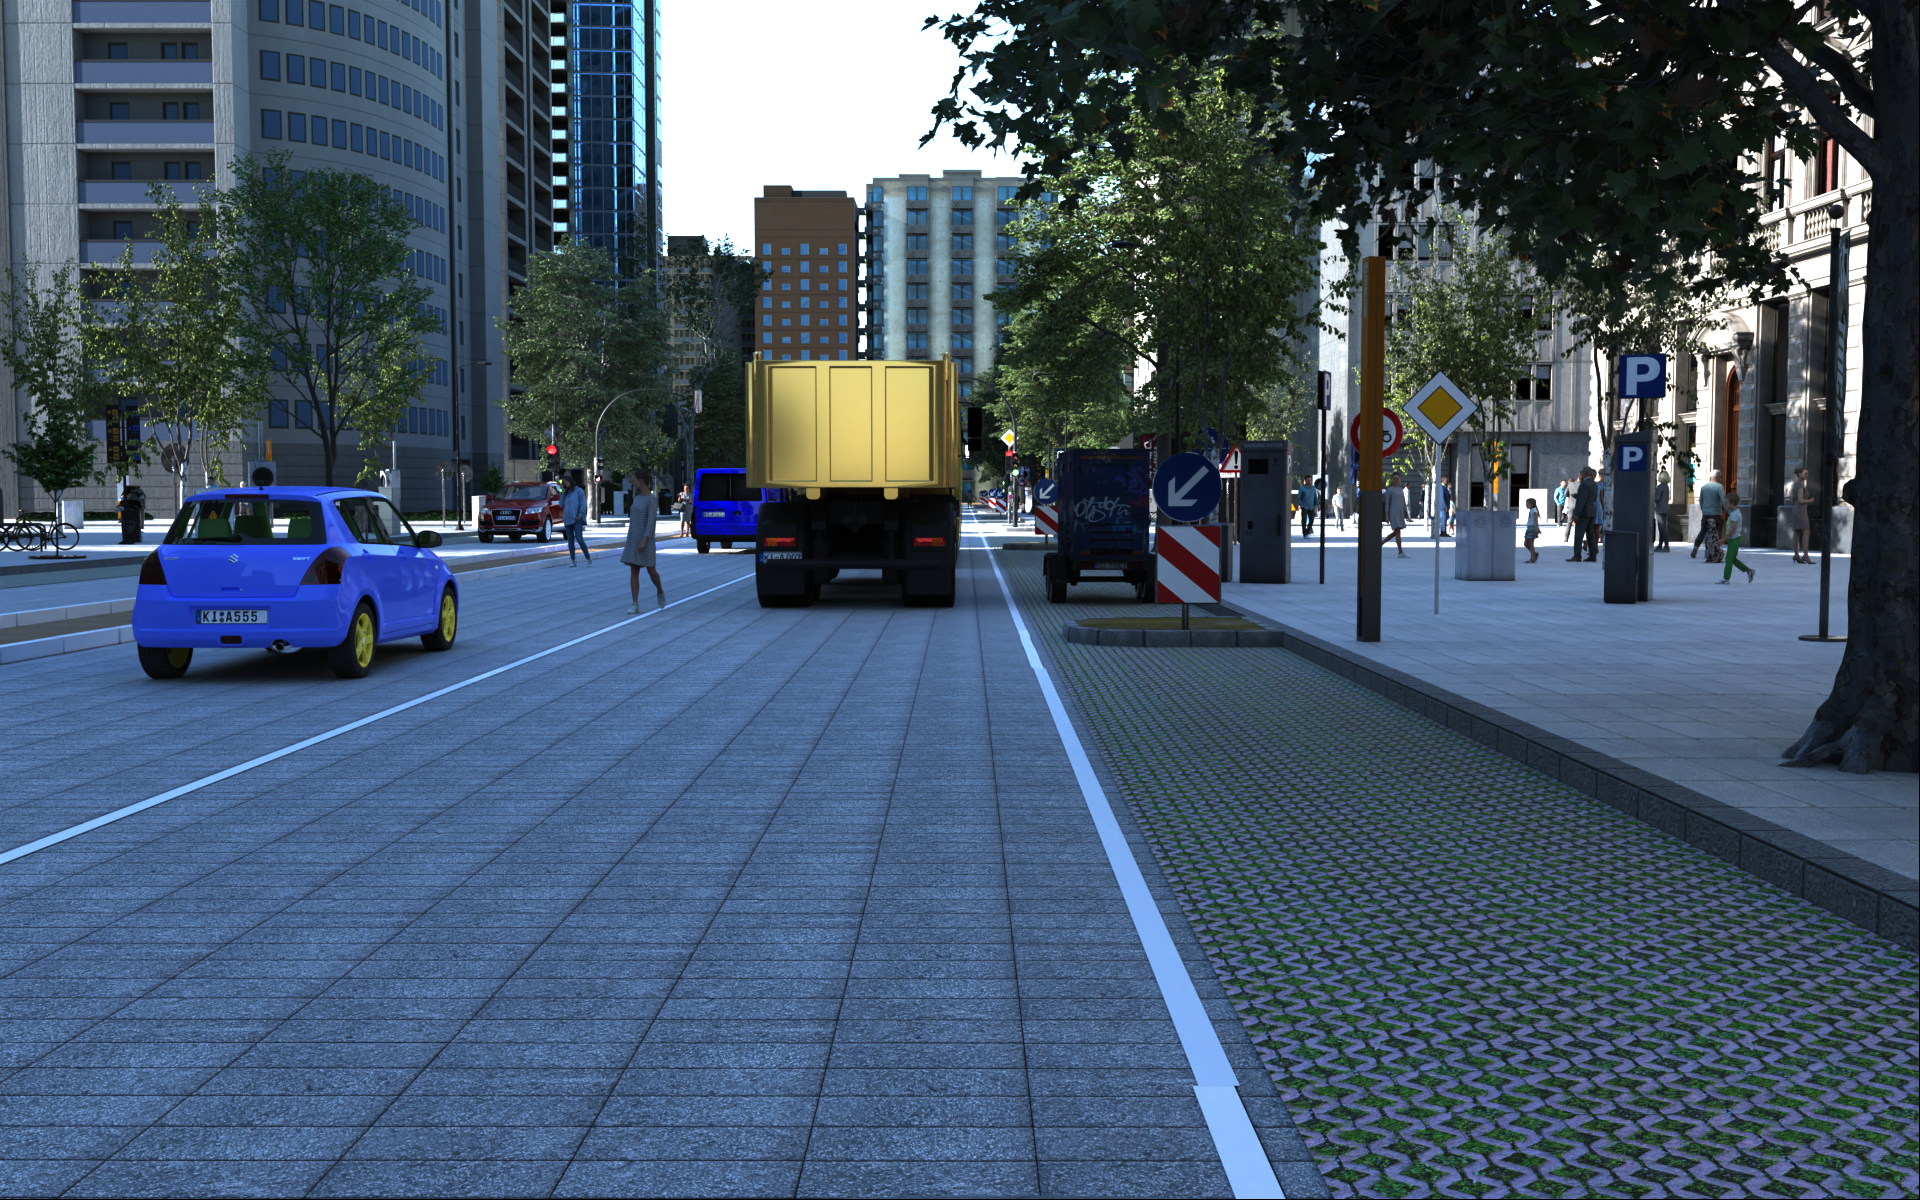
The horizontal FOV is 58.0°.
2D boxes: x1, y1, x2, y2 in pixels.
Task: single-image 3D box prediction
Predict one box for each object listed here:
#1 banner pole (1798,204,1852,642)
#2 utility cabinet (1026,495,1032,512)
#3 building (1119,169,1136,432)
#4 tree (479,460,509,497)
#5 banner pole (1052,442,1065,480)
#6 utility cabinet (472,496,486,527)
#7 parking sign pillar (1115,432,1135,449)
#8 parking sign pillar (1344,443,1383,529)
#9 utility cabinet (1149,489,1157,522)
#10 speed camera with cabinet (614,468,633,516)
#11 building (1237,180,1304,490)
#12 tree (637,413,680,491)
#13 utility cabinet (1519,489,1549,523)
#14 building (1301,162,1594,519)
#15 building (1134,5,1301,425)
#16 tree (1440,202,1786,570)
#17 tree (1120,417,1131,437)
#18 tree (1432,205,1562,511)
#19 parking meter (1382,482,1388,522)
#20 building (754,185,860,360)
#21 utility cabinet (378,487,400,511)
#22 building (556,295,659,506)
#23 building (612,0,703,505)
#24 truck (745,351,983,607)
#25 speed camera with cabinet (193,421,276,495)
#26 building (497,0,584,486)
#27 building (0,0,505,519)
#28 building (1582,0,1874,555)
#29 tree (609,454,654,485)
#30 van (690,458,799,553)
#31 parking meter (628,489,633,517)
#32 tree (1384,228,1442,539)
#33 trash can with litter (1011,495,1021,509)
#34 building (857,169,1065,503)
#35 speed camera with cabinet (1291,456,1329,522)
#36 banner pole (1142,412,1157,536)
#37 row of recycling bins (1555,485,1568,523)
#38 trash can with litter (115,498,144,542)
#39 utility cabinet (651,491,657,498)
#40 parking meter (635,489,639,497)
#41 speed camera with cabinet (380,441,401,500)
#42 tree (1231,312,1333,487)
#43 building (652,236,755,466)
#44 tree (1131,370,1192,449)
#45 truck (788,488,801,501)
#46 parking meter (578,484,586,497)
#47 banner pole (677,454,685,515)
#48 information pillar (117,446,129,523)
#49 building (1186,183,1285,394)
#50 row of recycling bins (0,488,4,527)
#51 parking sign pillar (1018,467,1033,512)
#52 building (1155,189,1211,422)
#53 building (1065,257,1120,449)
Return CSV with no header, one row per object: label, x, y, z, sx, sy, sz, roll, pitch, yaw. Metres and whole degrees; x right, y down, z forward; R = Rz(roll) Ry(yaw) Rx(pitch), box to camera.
banner pole,7.509,-1.519,14.861,0.401,3.779,0.863,1,4,17
utility cabinet,5.252,-6.940,124.637,1.020,1.237,0.306,1,4,23
building,25.693,-31.856,204.440,14.154,41.232,14.086,0,4,0
tree,-26.199,-6.305,97.684,1.663,3.219,1.824,0,3,0
banner pole,4.726,-5.722,83.568,0.863,3.779,0.401,2,4,25
utility cabinet,-18.592,-3.410,66.917,0.306,1.237,1.020,-2,4,-29
parking sign pillar,7.016,-5.300,75.135,1.447,3.967,1.447,2,4,33
parking sign pillar,15.089,-4.659,64.646,1.447,3.967,1.447,-1,4,-17
utility cabinet,8.372,-4.190,77.185,1.173,1.500,0.318,1,4,9
speed camera with cabinet,-19.646,-6.552,101.467,0.660,3.252,2.038,1,4,11
building,24.095,-15.676,111.055,10.420,20.320,16.860,0,4,0
tree,-26.037,-12.085,147.956,4.737,8.622,4.395,0,3,0
utility cabinet,25.301,-4.139,76.358,1.173,1.500,0.318,2,4,32
building,29.747,-16.885,94.091,19.932,24.808,12.078,0,4,0
building,33.169,-36.326,183.167,28.713,52.752,27.495,0,4,0
tree,11.055,-4.801,28.858,4.360,8.622,3.978,0,3,0
tree,12.471,-9.892,112.102,4.360,8.622,3.978,0,3,0
tree,12.200,-5.515,40.540,4.737,8.622,4.395,0,3,0
parking meter,19.304,-4.483,79.006,0.399,1.863,0.255,1,4,11
building,-22.080,-36.914,253.653,14.200,45.320,14.600,0,4,0
utility cabinet,-17.943,-2.779,54.121,1.173,1.500,0.318,3,5,39
building,-45.228,-19.593,165.392,27.650,21.520,28.899,0,4,0
building,-47.040,-54.254,199.723,31.000,86.520,22.319,0,4,0
truck,-1.325,-1.815,25.603,3.469,3.379,9.791,0,4,0
speed camera with cabinet,-19.425,-3.183,46.384,2.038,3.252,0.660,-2,4,-26
building,-40.475,-42.493,133.013,20.563,71.187,20.611,0,4,0
building,-41.203,-34.193,101.050,21.231,58.520,28.212,0,4,0
building,23.692,-13.065,42.492,11.050,23.489,19.941,0,4,0
tree,-26.926,-9.564,140.086,4.285,4.588,4.351,0,3,0
van,-5.363,-2.391,43.471,2.240,2.365,5.245,0,4,2
parking meter,-18.087,-5.316,95.331,0.372,1.533,0.369,0,3,0
tree,13.695,-6.034,49.026,4.360,8.622,3.978,0,3,0
trash can with litter,4.585,-8.255,146.360,1.055,1.170,0.624,-2,4,-30
building,0.259,-39.051,258.087,30.456,49.044,23.786,0,4,0
speed camera with cabinet,15.745,-5.174,78.927,2.038,3.252,0.660,1,4,19
banner pole,5.796,-3.842,52.830,0.863,3.779,0.401,-2,4,-24
row of recycling bins,27.918,-4.231,76.288,3.534,1.692,1.069,-1,4,-9
trash can with litter,-22.060,-2.119,46.035,0.624,1.170,1.055,-1,4,-20
utility cabinet,-22.208,-7.109,124.911,0.318,1.500,1.173,-2,4,-26
parking meter,-20.632,-6.420,110.681,0.255,1.863,0.399,-1,4,-9
speed camera with cabinet,-21.692,-4.338,65.263,0.660,3.252,2.038,-3,4,-36
tree,11.410,-6.953,64.049,4.360,8.622,3.978,0,3,0
building,-41.520,-34.945,263.236,23.993,40.220,32.217,0,4,0
tree,12.774,-9.043,98.214,4.360,8.622,3.978,0,3,0
truck,-12.429,-8.992,135.924,2.839,4.237,11.283,0,4,1
parking meter,-21.542,-5.689,98.724,0.399,1.863,0.255,3,4,38
banner pole,-17.311,-7.198,107.700,0.401,3.779,0.863,-3,4,-38
information pillar,-37.223,-5.238,76.992,0.504,3.616,0.183,-2,4,-25
building,26.685,-18.416,134.384,16.112,22.955,30.059,0,4,0
row of recycling bins,-38.017,-3.550,65.155,3.534,1.692,1.069,-3,4,-38
parking sign pillar,4.985,-8.422,126.176,1.447,3.967,1.447,-3,4,-38
building,25.231,-23.939,163.104,14.160,30.474,14.107,0,4,0
building,27.496,-34.949,263.295,23.993,40.220,32.217,0,4,0
